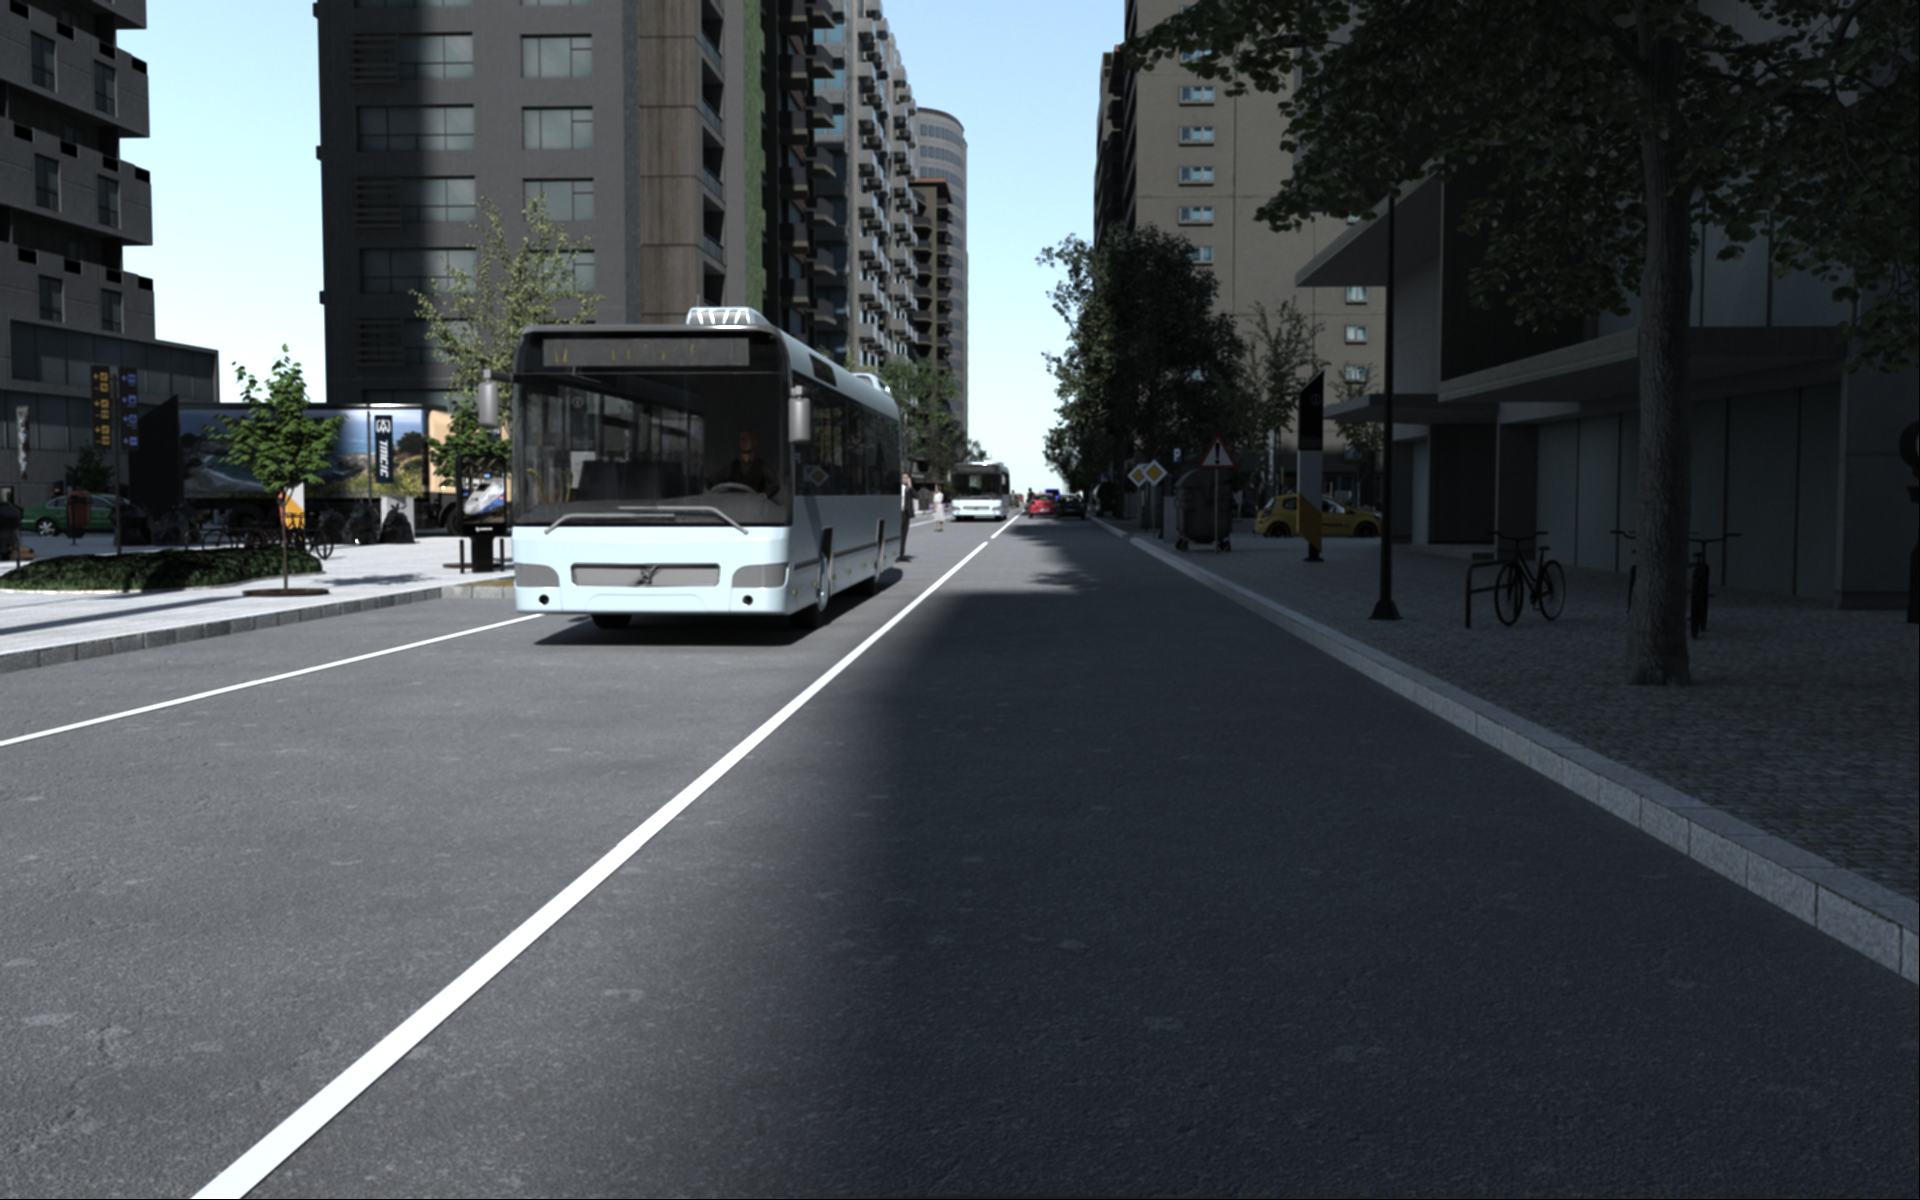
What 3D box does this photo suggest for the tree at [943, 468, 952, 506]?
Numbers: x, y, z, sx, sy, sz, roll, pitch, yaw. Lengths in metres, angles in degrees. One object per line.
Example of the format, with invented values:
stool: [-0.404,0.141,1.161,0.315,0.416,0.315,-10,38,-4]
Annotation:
tree: [-0.323,-12.654,190.598,4.285,4.588,4.351,0,3,0]

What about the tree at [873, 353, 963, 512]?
tree: [-3.752,-12.285,126.619,9.928,11.665,9.643,0,3,0]

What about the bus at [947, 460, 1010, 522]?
bus: [1.175,-6.016,93.217,2.948,3.499,13.247,0,4,4]

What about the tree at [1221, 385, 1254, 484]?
tree: [16.143,-9.486,105.463,4.360,8.622,3.978,0,3,0]

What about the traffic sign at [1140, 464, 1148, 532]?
traffic sign: [6.260,-3.423,58.089,0.606,2.300,0.079,1,4,9]

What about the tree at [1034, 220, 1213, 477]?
tree: [11.276,-16.002,117.518,12.611,20.169,13.585,0,3,0]

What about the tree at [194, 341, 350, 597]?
tree: [-8.484,-1.674,21.966,1.663,3.219,1.824,0,3,0]

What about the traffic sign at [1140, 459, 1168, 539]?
traffic sign: [5.534,-2.800,49.418,0.795,2.450,0.064,0,4,3]

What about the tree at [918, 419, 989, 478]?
tree: [-0.583,-16.489,204.011,8.767,10.594,7.601,0,4,-8]

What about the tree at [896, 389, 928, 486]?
tree: [-4.698,-10.044,114.583,4.360,8.622,3.978,0,3,0]

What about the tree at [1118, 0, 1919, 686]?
tree: [4.540,-5.729,11.791,7.486,12.596,7.792,0,3,0]

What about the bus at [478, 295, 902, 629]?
bus: [-2.546,-1.616,21.283,2.948,3.499,13.247,0,4,3]

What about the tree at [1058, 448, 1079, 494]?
tree: [15.649,-18.107,246.406,4.737,8.622,4.395,0,3,0]

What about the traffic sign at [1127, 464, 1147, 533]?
traffic sign: [5.918,-3.288,57.394,0.795,2.450,0.064,0,4,3]

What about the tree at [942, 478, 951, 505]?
tree: [-1.322,-11.353,180.220,1.663,3.219,1.824,0,3,0]

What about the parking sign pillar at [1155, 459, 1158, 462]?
parking sign pillar: [15.086,-8.695,130.633,1.447,3.967,1.447,3,4,39]

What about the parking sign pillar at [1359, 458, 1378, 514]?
parking sign pillar: [26.627,-7.635,113.301,1.447,3.967,1.447,-2,4,-24]

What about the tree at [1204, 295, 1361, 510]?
tree: [11.474,-6.943,63.887,4.737,8.622,4.395,0,3,0]

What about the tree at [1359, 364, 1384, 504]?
tree: [22.281,-8.893,95.757,4.737,8.622,4.395,0,3,0]

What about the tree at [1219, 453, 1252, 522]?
tree: [12.552,-5.243,80.324,1.663,3.219,1.824,0,3,0]

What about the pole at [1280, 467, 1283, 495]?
pole: [24.292,-8.374,130.764,0.158,3.312,0.155,0,3,0]

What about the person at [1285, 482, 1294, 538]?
person: [10.306,-2.809,54.602,0.466,1.800,0.511,1,4,11]

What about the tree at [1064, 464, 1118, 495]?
tree: [11.101,-9.408,137.535,4.285,4.588,4.351,0,3,0]

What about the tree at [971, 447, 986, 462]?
tree: [2.491,-18.928,259.833,4.360,8.622,3.978,0,3,0]

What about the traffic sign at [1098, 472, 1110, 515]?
traffic sign: [8.334,-6.120,100.164,0.768,2.556,0.104,0,4,8]

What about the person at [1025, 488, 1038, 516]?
person: [4.680,-6.418,113.399,0.822,1.834,0.622,3,4,38]

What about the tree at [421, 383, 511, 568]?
tree: [-8.700,-2.191,30.426,1.663,3.219,1.824,0,3,0]

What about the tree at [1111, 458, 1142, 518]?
tree: [9.050,-6.002,92.741,1.663,3.219,1.824,0,3,0]

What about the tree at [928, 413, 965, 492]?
tree: [-1.961,-12.359,152.428,4.360,8.622,3.978,0,3,0]

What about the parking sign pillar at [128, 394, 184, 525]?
parking sign pillar: [-21.812,-3.579,46.996,1.447,3.967,1.447,0,4,-5]

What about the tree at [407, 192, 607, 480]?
tree: [-10.711,-5.582,41.624,4.737,8.622,4.395,0,3,0]

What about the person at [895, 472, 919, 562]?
person: [-1.191,-1.758,36.608,0.648,1.900,0.474,-2,4,-32]

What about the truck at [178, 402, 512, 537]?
truck: [-18.629,-3.995,54.225,11.283,4.237,2.839,0,4,1]

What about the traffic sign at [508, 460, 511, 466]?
traffic sign: [-8.082,-1.982,32.407,0.884,2.594,0.081,1,4,9]

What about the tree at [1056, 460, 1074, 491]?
tree: [17.366,-20.287,282.052,4.360,8.622,3.978,0,3,0]

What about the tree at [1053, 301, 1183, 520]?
tree: [8.151,-9.830,86.469,9.928,11.665,9.643,0,3,0]

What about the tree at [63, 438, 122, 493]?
tree: [-30.332,-4.009,60.155,1.663,3.219,1.824,0,3,0]

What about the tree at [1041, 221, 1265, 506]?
tree: [8.157,-9.548,73.118,9.611,12.733,9.660,0,3,0]

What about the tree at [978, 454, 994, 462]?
tree: [4.326,-20.868,291.557,4.737,8.622,4.395,0,3,0]

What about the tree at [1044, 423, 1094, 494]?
tree: [13.987,-17.206,215.733,8.767,10.594,7.601,2,4,29]

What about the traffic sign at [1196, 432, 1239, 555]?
traffic sign: [5.420,-2.232,36.491,0.884,2.594,0.081,1,4,11]

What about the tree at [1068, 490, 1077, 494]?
tree: [16.971,-16.048,256.992,1.663,3.219,1.824,0,3,0]

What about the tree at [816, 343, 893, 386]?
tree: [-5.886,-8.142,83.477,4.737,8.622,4.395,0,3,0]
